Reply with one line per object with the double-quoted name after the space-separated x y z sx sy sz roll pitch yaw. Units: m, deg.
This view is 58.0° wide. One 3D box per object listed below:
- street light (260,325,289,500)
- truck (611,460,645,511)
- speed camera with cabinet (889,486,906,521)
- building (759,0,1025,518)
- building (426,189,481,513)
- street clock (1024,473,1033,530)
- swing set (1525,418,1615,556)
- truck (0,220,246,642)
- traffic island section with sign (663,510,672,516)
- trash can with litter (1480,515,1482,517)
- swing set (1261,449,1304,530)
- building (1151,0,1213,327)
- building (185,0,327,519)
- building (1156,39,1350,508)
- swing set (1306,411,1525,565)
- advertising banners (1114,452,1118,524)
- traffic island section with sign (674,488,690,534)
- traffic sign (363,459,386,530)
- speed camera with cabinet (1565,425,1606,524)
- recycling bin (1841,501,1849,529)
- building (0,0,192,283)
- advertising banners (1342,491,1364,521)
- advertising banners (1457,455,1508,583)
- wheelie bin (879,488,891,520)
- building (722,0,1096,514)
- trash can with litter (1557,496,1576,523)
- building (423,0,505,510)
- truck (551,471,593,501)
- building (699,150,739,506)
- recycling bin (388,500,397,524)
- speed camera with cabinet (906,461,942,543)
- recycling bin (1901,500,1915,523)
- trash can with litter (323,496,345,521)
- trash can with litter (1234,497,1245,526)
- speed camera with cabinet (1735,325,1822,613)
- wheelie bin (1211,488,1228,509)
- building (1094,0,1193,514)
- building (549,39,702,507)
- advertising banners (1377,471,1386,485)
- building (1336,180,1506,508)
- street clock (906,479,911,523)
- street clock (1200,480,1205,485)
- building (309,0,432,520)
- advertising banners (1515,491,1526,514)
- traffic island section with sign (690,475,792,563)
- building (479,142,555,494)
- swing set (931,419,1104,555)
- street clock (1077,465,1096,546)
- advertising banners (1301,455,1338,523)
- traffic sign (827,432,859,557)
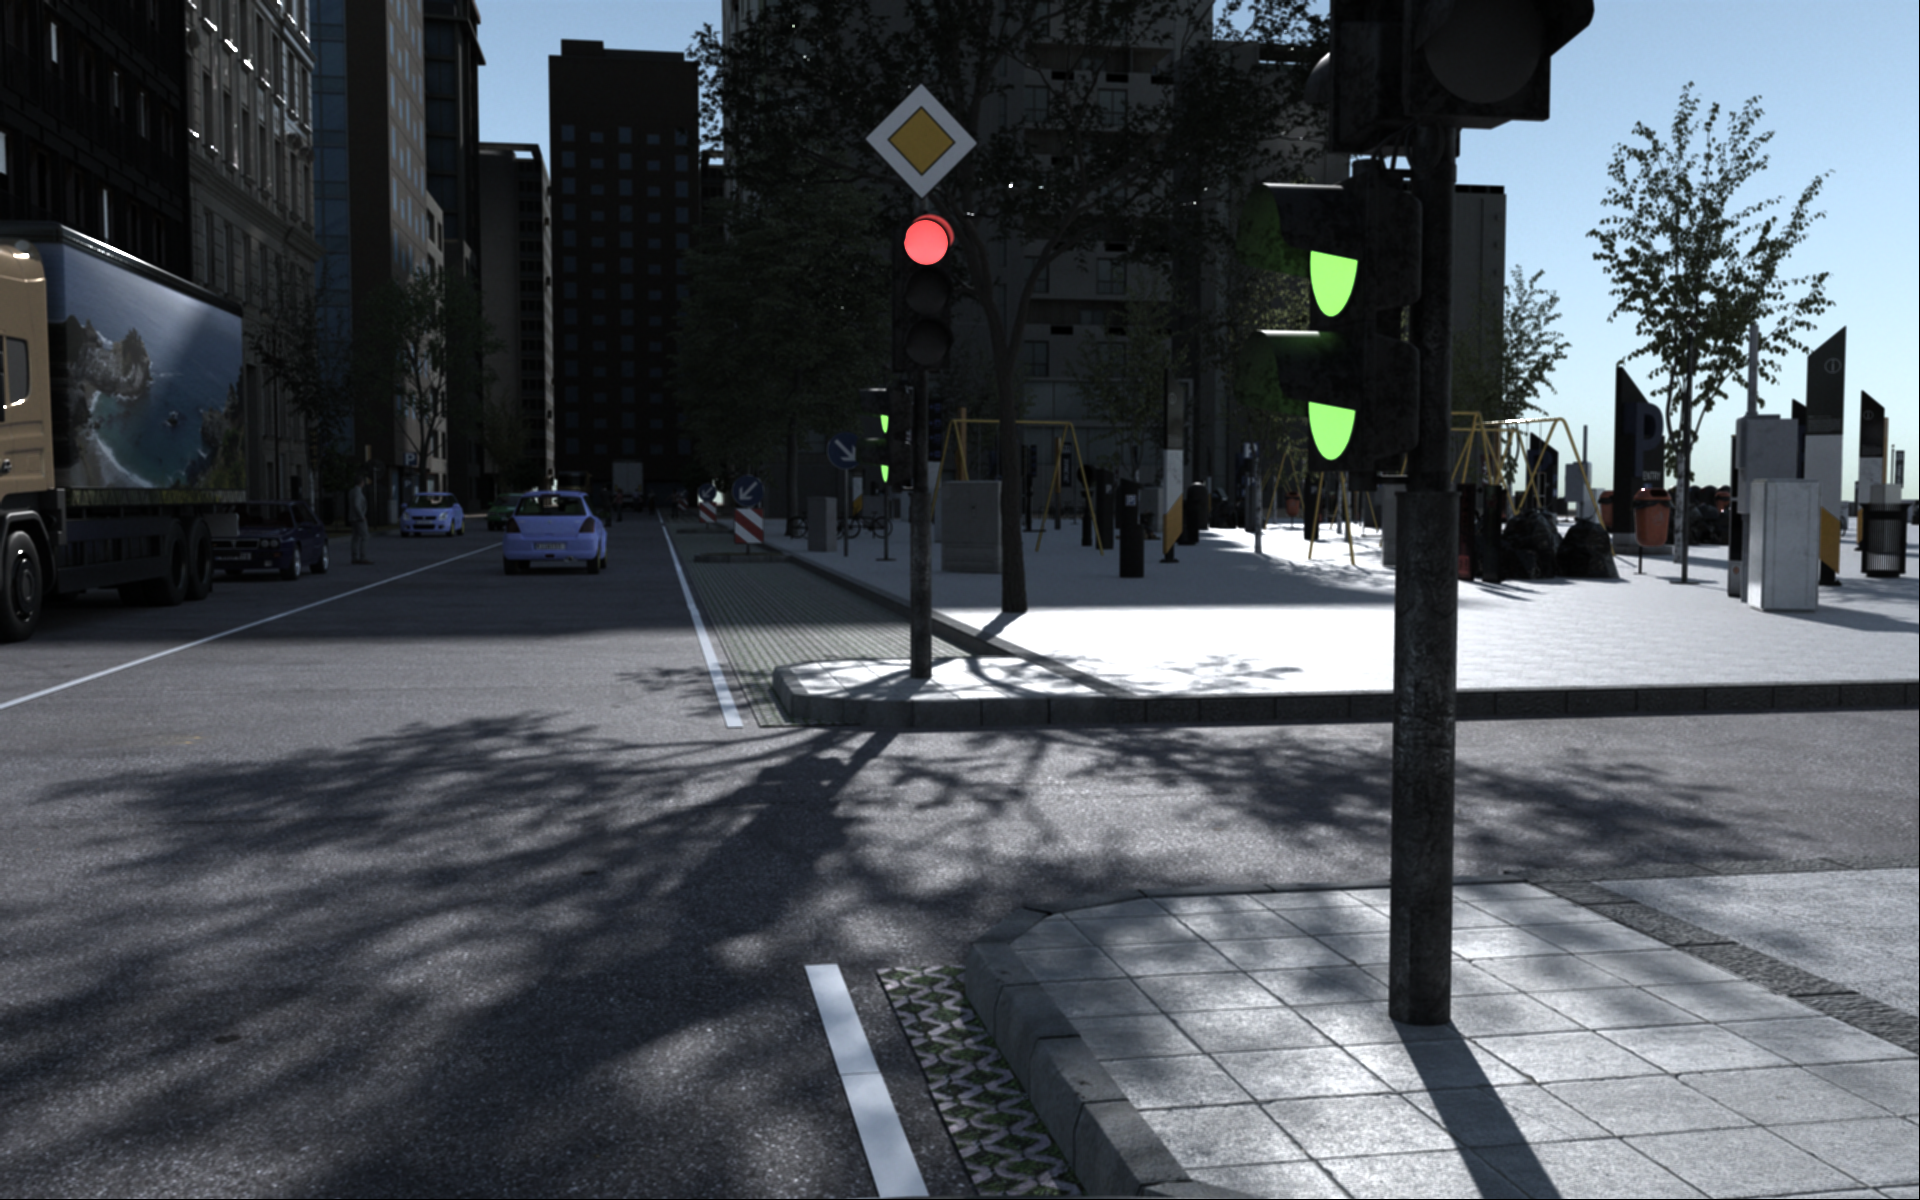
-18.755 -4.571 47.519 0.468 5.910 1.993 -1 4 -10 "street light"
-27.995 -9.612 146.063 2.839 4.237 11.283 -1 4 -11 "truck"
-2.612 -5.359 81.963 0.660 3.252 2.038 -2 4 -33 "speed camera with cabinet"
-4.443 -25.384 98.621 14.154 41.232 14.086 -1 4 -10 "building"
-46.231 -16.186 109.677 27.650 21.520 28.899 -1 4 -10 "building"
2.362 -3.371 59.682 0.358 2.002 0.471 0 4 7 "street clock"
11.794 -2.405 36.940 2.862 2.851 3.119 -1 4 -18 "swing set"
-10.810 -1.896 19.910 2.839 4.237 11.283 -1 4 -10 "truck"
-18.074 -6.341 112.302 1.989 1.847 2.006 -1 4 -10 "traffic island section with sign"
28.439 -4.959 92.135 2.233 1.210 1.678 2 4 28 "trash can with litter"
12.580 -3.869 60.878 3.119 2.851 2.862 -1 4 -23 "swing set"
10.285 -39.425 186.604 28.212 58.520 21.231 -1 4 -10 "building"
-29.468 -15.886 56.992 12.463 27.353 25.104 -1 4 -10 "building"
26.848 -29.186 160.791 14.086 41.232 14.154 -1 4 -10 "building"
8.531 -2.152 32.799 3.119 2.851 2.862 0 4 -5 "swing set"
6.448 -4.737 73.643 0.090 3.025 2.074 -1 4 -9 "advertising banners"
-9.353 -3.342 63.274 1.989 1.847 2.006 -1 4 -10 "traffic island section with sign"
-21.102 -3.813 62.449 0.768 2.556 0.104 -1 4 -10 "traffic sign"
18.245 -3.437 50.525 0.660 3.252 2.038 3 4 37 "speed camera with cabinet"
32.001 -3.112 63.441 0.722 1.027 0.722 -2 4 -24 "recycling bin"
-25.173 -12.688 37.124 12.332 23.373 15.834 -1 4 -10 "building"
19.186 -5.364 83.894 2.074 3.025 0.090 -2 4 -29 "advertising banners"
7.527 -1.805 25.702 0.090 3.025 2.074 -1 4 -13 "advertising banners"
-3.674 -4.624 83.518 0.693 1.594 0.980 0 4 4 "wheelie bin"
-6.096 -34.151 147.601 28.713 52.752 27.495 -1 4 -10 "building"
27.777 -4.138 78.720 2.233 1.210 1.678 0 4 1 "trash can with litter"
-52.798 -29.876 143.091 28.867 44.769 22.147 -1 4 -10 "building"
-32.935 -9.308 148.107 3.469 3.379 9.791 -1 4 -9 "truck"
-16.517 -30.353 188.151 23.993 40.220 32.217 -1 4 -10 "building"
-24.307 -3.719 73.353 0.722 1.027 0.722 0 4 2 "recycling bin"
-0.502 -3.170 46.171 0.660 3.252 2.038 -3 4 -37 "speed camera with cabinet"
42.598 -3.984 77.699 0.722 1.027 0.722 3 4 37 "recycling bin"
-29.492 -4.297 81.647 1.055 1.170 0.624 -2 4 -28 "trash can with litter"
11.221 -3.583 69.964 0.624 1.170 1.055 -1 4 -20 "trash can with litter"
9.269 -1.547 19.623 0.660 3.252 2.038 1 4 16 "speed camera with cabinet"
13.136 -4.896 87.964 0.693 1.594 0.980 3 4 37 "wheelie bin"
-1.191 -32.499 120.598 28.713 52.752 27.495 -1 4 -10 "building"
-33.658 -32.123 175.327 14.200 45.320 14.600 -1 4 -10 "building"
12.961 -3.327 50.582 2.074 3.025 0.090 1 4 20 "advertising banners"
41.593 -23.957 163.390 14.107 30.474 14.160 -1 4 -10 "building"
-2.153 -4.434 77.067 0.471 2.002 0.358 1 4 18 "street clock"
12.609 -5.232 90.112 0.358 2.002 0.471 1 4 19 "street clock"
-35.530 -26.835 88.856 14.600 45.320 14.200 -1 4 -10 "building"
24.122 -4.934 76.855 2.074 3.025 0.090 2 4 23 "advertising banners"
-4.636 -1.719 36.733 1.989 1.847 2.006 -1 4 -10 "traffic island section with sign"
-54.990 -29.933 181.291 23.993 40.220 32.217 -1 4 -10 "building"
0.992 -2.396 36.798 3.119 2.851 2.862 -2 4 -27 "swing set"
3.137 -2.335 42.748 0.471 2.002 0.358 3 4 36 "street clock"
16.042 -4.965 77.368 2.074 3.025 0.090 -2 4 -25 "advertising banners"
-2.343 -2.166 35.526 0.768 2.556 0.104 0 4 -7 "traffic sign"
